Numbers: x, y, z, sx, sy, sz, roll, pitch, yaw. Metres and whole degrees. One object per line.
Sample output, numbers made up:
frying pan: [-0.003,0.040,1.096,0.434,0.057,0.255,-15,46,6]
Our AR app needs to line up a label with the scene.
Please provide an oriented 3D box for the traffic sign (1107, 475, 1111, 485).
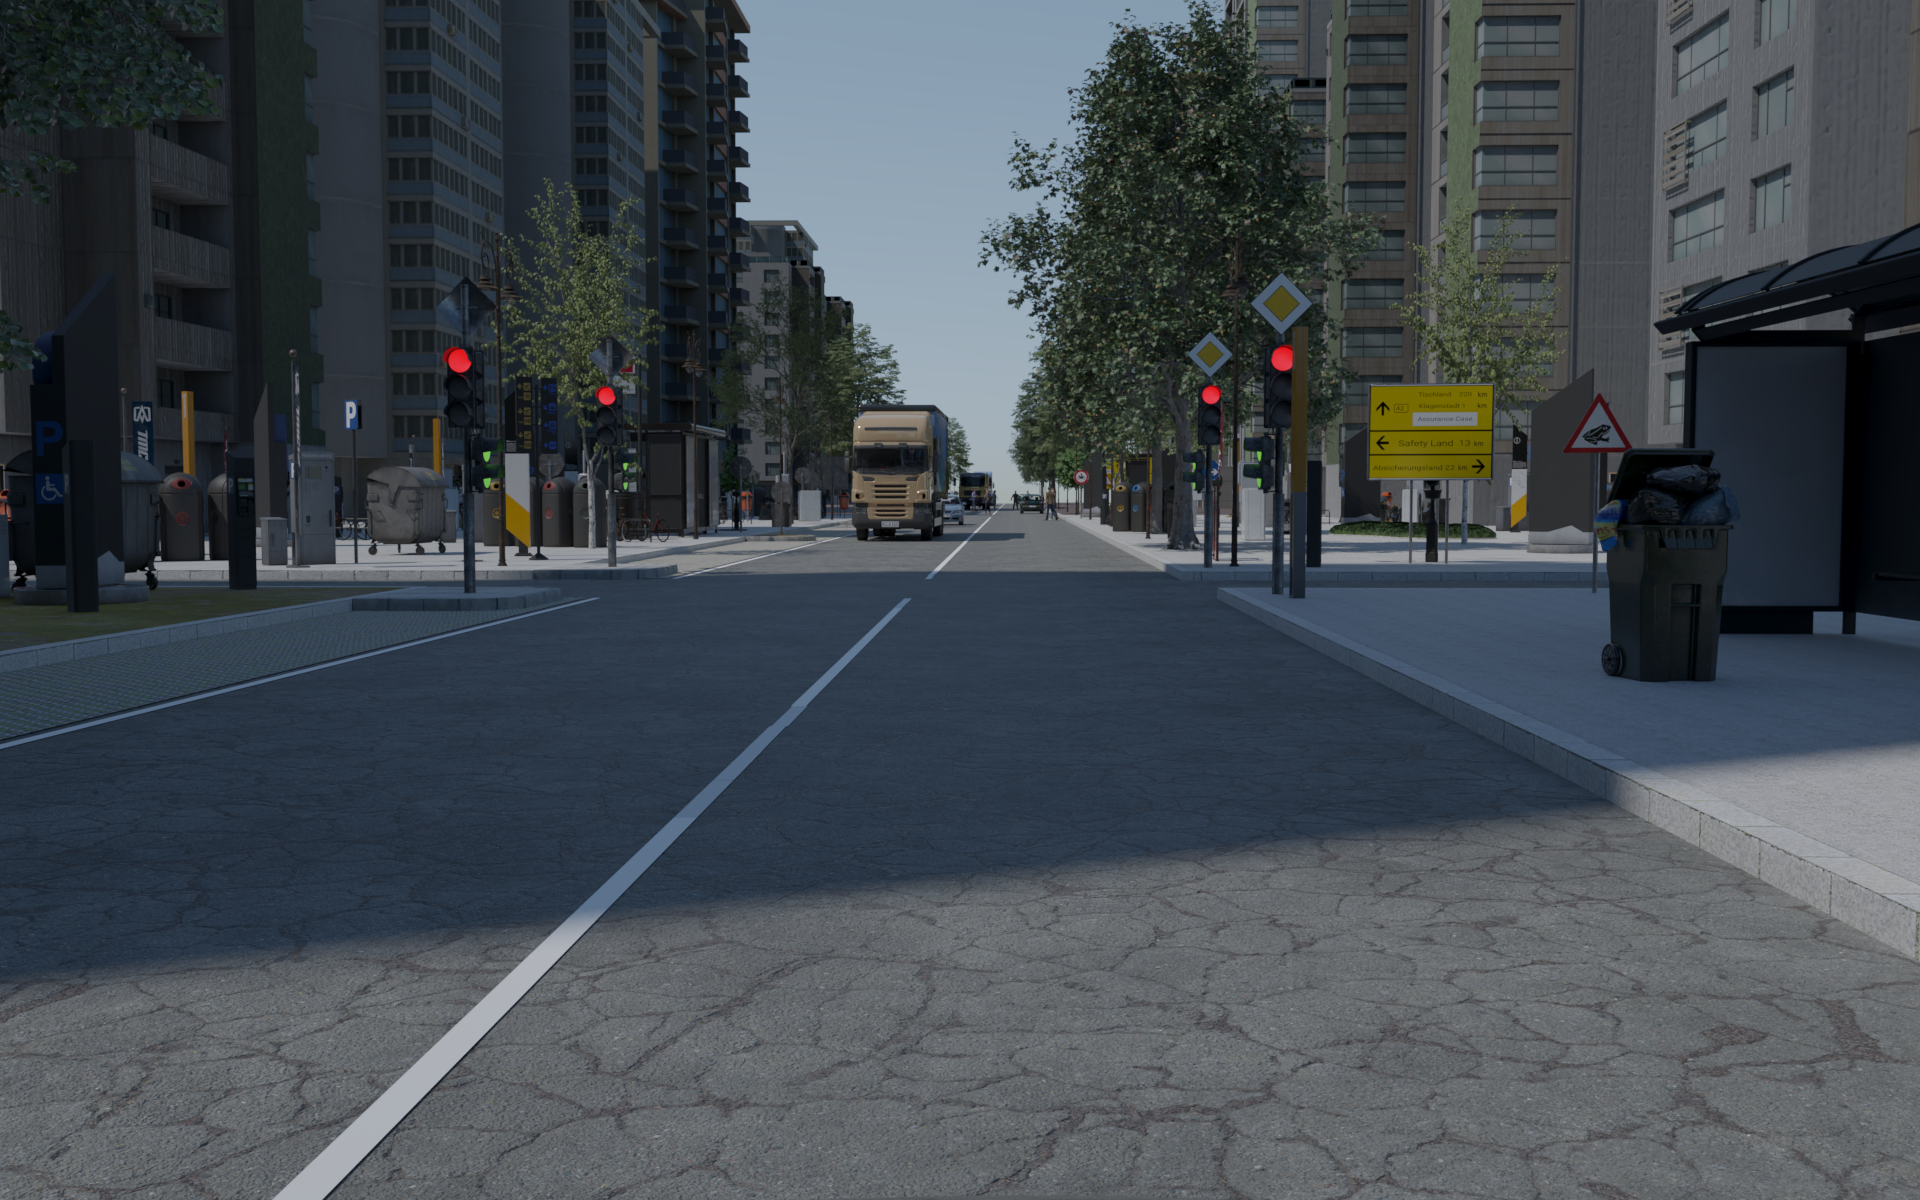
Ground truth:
traffic sign: [8.604,-6.267,102.474,0.884,2.594,0.081,0,4,4]

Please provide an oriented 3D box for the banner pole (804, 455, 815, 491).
banner pole: [-8.877,-6.817,101.482,0.863,3.779,0.401,1,4,19]

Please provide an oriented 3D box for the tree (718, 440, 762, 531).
tree: [-8.047,-4.039,60.634,1.663,3.219,1.824,0,3,0]

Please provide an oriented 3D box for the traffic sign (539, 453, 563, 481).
traffic sign: [-11.919,-3.076,50.397,0.768,2.556,0.104,0,4,4]

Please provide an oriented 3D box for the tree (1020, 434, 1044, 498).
tree: [12.005,-19.956,252.040,9.928,11.665,9.643,0,3,0]

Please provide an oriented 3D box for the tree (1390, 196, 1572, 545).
tree: [13.059,-5.711,43.735,4.737,8.622,4.395,0,3,0]

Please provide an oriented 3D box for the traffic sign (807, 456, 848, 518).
traffic sign: [-7.191,-6.115,93.847,2.265,3.308,0.079,1,4,8]

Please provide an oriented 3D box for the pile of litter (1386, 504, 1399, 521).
pile of litter: [18.382,-3.699,74.451,1.719,0.858,1.176,-3,4,-36]

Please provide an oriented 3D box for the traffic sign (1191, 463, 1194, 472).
traffic sign: [8.112,-3.765,61.660,0.768,2.556,0.104,0,4,5]

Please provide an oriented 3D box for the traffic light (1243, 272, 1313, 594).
traffic light: [4.053,-2.029,22.089,0.839,4.253,0.868,0,4,2]

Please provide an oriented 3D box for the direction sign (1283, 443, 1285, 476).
direction sign: [14.234,-5.170,76.533,0.379,3.537,0.876,1,4,22]

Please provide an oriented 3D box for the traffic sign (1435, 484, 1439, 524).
traffic sign: [9.236,-2.045,33.542,0.768,2.556,0.104,0,4,5]

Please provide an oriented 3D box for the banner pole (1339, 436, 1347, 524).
banner pole: [16.351,-5.139,74.039,0.401,3.779,0.863,2,4,34]

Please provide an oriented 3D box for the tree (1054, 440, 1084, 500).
tree: [9.123,-11.066,131.290,4.360,8.622,3.978,0,3,0]

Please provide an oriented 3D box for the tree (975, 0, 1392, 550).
tree: [5.186,-7.532,40.163,9.611,12.733,9.660,0,3,0]

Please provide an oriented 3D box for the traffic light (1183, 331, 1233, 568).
traffic light: [4.303,-2.517,30.071,0.839,4.253,0.868,0,4,2]

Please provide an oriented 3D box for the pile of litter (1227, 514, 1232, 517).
pile of litter: [15.370,-4.955,94.980,1.176,0.858,1.719,-2,4,-33]

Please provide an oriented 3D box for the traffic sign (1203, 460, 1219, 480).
traffic sign: [9.358,-3.960,64.847,0.768,2.556,0.104,1,4,9]

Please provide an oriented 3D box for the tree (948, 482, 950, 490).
tree: [-2.106,-14.884,237.949,1.663,3.219,1.824,0,3,0]

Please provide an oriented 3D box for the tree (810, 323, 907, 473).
tree: [-6.974,-12.055,115.223,7.486,12.596,7.792,0,3,0]

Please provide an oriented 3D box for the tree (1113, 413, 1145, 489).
tree: [7.551,-8.053,82.032,4.737,8.622,4.395,0,3,0]

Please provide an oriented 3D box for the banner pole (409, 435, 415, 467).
banner pole: [-23.155,-5.093,73.283,0.401,3.779,0.863,0,4,2]

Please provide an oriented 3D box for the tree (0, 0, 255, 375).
tree: [-9.573,-6.436,11.887,9.857,13.997,8.962,0,3,0]

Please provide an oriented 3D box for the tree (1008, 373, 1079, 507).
tree: [9.306,-16.286,172.925,9.857,13.997,8.962,0,3,0]

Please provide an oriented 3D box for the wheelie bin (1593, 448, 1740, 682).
wheelie bin: [4.931,-0.251,12.016,0.980,1.594,0.693,0,4,-6]

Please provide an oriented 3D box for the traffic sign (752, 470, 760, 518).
traffic sign: [-10.998,-5.613,91.876,0.768,2.556,0.104,0,4,7]

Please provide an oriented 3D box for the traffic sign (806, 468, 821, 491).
traffic sign: [-7.432,-5.340,87.308,0.884,2.594,0.081,0,4,7]

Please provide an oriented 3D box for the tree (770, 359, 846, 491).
tree: [-7.645,-8.546,90.086,4.360,8.622,3.978,0,3,0]

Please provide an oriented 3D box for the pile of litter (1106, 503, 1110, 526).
pile of litter: [6.551,-3.472,70.740,1.176,0.858,1.719,2,4,31]

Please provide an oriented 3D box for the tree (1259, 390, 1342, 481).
tree: [17.002,-8.372,87.245,4.360,8.622,3.978,0,3,0]

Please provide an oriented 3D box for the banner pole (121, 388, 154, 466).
banner pole: [-19.501,-3.119,41.020,0.863,3.779,0.401,-1,4,-11]

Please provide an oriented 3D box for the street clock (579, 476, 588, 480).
street clock: [-14.928,-3.946,69.079,0.358,2.002,0.471,3,5,41]

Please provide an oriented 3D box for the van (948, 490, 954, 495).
van: [-1.366,-10.337,176.020,2.013,2.044,4.112,0,4,1]

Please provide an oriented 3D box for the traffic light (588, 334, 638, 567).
traffic light: [-6.104,-2.536,30.379,0.839,4.253,0.868,0,4,2]

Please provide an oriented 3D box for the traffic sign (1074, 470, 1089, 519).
traffic sign: [6.332,-5.523,90.409,0.768,2.556,0.104,1,4,10]

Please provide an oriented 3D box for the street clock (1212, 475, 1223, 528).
street clock: [9.761,-3.744,65.782,0.358,2.002,0.471,2,4,34]

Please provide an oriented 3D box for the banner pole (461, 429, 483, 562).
banner pole: [-9.255,-2.628,32.982,0.401,3.779,0.863,0,4,-1]

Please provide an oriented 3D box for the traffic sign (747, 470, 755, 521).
traffic sign: [-9.966,-4.959,81.187,0.768,2.556,0.104,0,4,5]

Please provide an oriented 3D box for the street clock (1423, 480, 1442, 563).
street clock: [8.872,-1.710,32.521,0.471,2.002,0.358,2,4,35]

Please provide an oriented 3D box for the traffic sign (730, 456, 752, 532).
traffic sign: [-7.352,-3.545,58.069,0.768,2.556,0.104,0,4,6]

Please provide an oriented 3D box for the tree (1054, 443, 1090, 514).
tree: [7.553,-7.806,111.349,4.285,4.588,4.351,0,3,0]

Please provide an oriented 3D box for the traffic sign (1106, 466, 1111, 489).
traffic sign: [9.069,-6.799,105.036,2.265,3.308,0.079,0,4,2]

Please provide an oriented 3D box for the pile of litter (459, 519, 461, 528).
pile of litter: [-18.862,-3.178,65.933,1.719,0.858,1.176,-3,5,-39]

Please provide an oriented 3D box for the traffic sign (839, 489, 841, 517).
traffic sign: [-6.749,-5.958,97.520,0.768,2.556,0.104,0,4,7]

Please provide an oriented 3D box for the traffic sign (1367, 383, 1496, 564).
traffic sign: [8.652,-2.325,31.892,2.265,3.308,0.079,1,4,9]

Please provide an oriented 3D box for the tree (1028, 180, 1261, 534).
tree: [6.013,-8.396,55.396,7.486,12.596,7.792,0,3,0]

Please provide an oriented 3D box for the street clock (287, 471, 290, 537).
street clock: [-20.224,-2.892,51.847,0.471,2.002,0.358,-2,4,-24]

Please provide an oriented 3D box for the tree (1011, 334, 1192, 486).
tree: [6.833,-8.571,74.541,7.601,10.594,8.767,2,4,23]

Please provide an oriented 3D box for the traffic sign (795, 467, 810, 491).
traffic sign: [-7.480,-5.022,82.208,0.768,2.556,0.104,1,4,10]

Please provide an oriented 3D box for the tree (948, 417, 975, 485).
tree: [-1.436,-20.575,254.533,7.486,12.596,7.792,0,3,0]

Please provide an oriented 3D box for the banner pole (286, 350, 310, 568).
banner pole: [-11.442,-2.440,29.915,0.401,3.779,0.863,-2,4,-28]

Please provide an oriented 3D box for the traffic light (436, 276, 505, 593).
traffic light: [-6.353,-2.048,22.398,0.839,4.253,0.868,0,4,2]

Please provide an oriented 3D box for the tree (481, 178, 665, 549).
tree: [-8.722,-5.498,40.248,4.737,8.622,4.395,0,3,0]

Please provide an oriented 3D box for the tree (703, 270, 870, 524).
tree: [-7.436,-8.498,73.359,8.767,10.594,7.601,2,4,33]

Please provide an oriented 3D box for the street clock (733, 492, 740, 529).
street clock: [-8.058,-3.538,62.411,0.358,2.002,0.471,-1,4,-8]

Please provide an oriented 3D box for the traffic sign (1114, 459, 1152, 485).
traffic sign: [9.795,-6.383,98.241,2.265,3.308,0.079,0,4,3]

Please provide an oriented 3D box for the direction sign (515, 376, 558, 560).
direction sign: [-8.203,-2.546,33.618,0.876,3.537,0.379,-3,5,-42]

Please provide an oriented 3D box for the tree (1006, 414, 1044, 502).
tree: [11.309,-20.020,237.689,12.009,13.543,11.850,0,3,0]

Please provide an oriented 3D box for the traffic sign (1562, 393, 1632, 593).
traffic sign: [8.233,-1.370,22.397,0.884,2.594,0.081,0,4,8]

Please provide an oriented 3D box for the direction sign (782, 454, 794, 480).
direction sign: [-9.801,-6.512,98.473,0.876,3.537,0.379,2,4,25]
